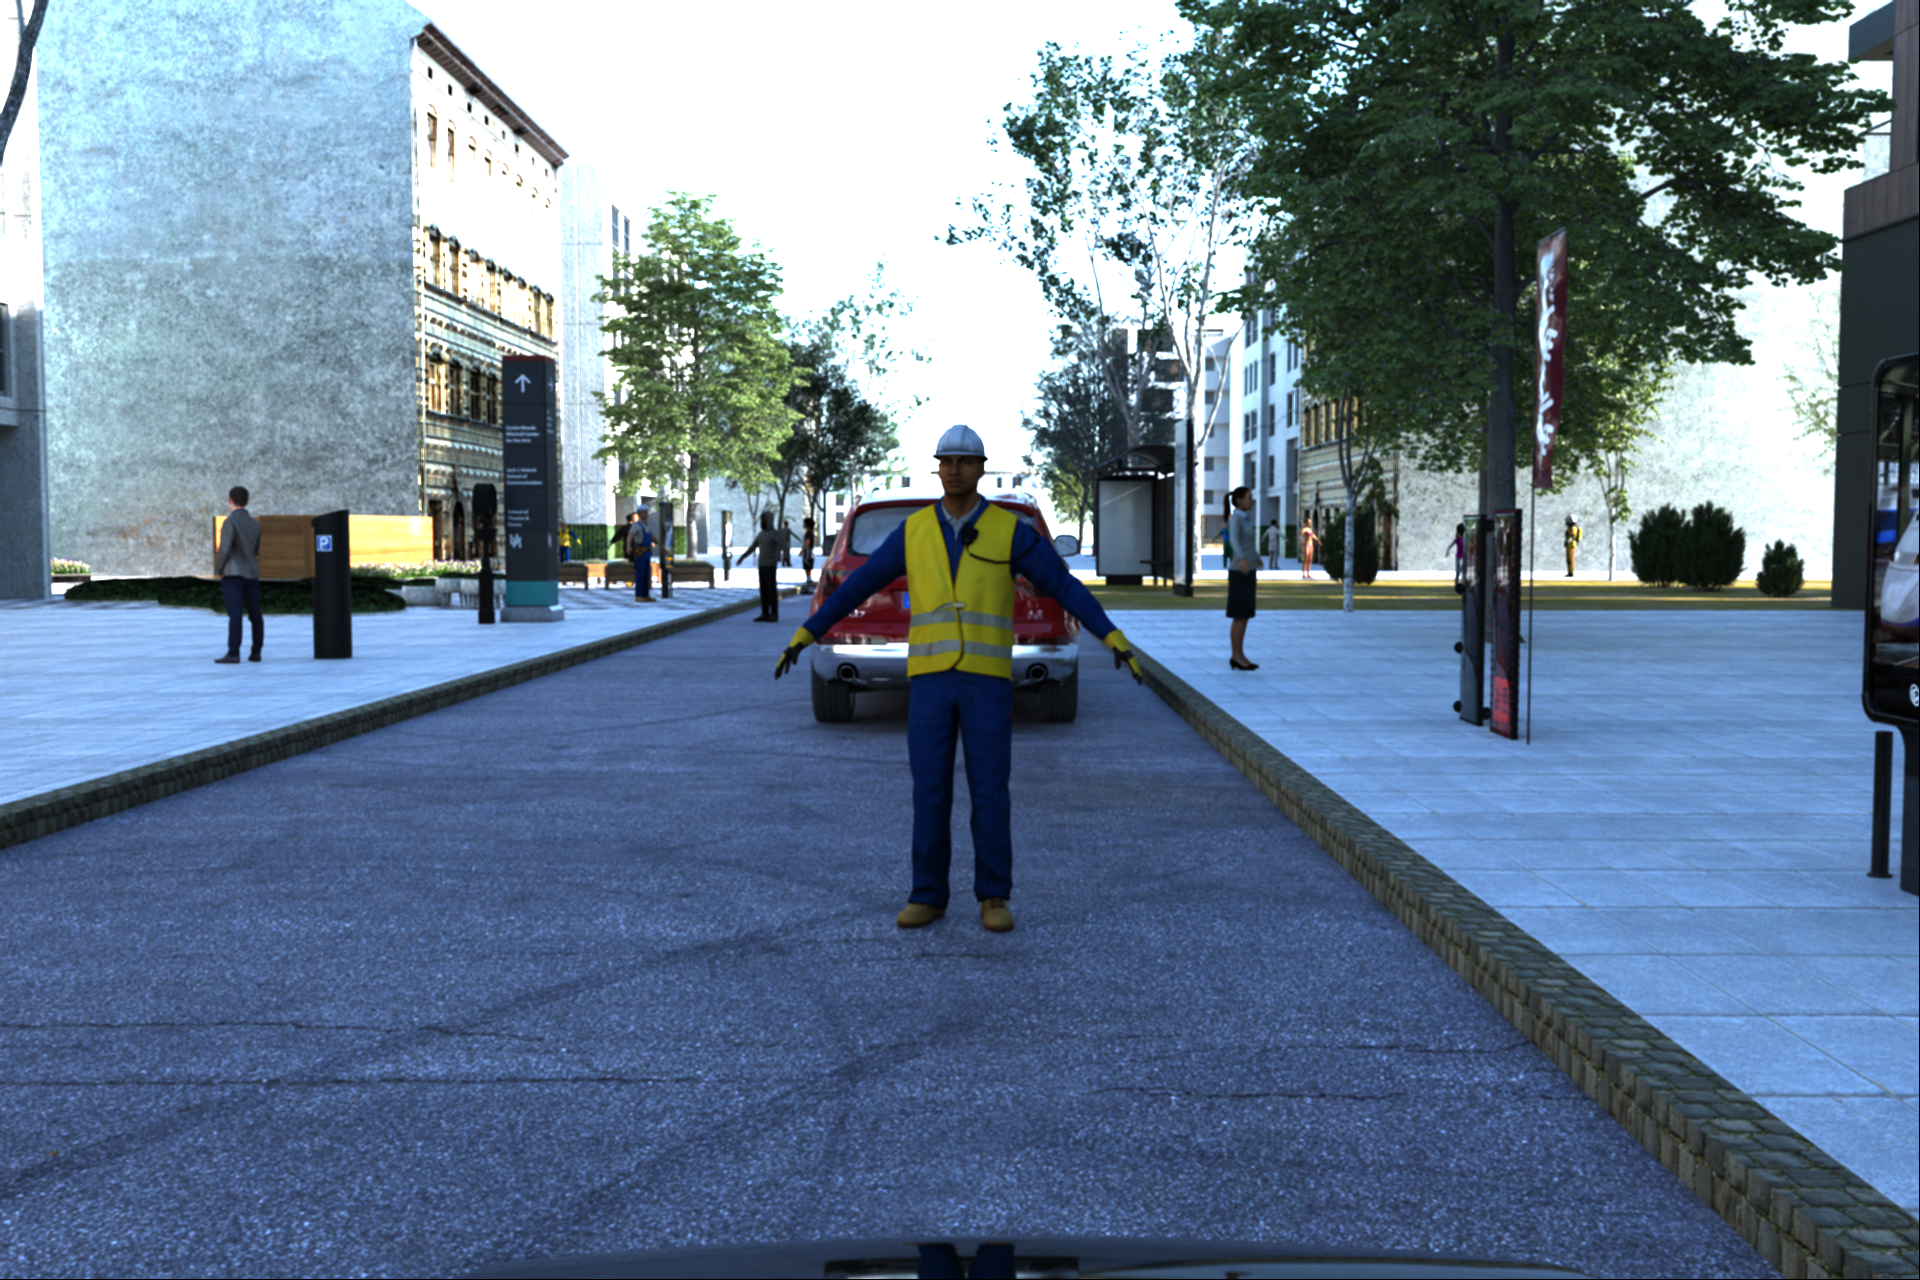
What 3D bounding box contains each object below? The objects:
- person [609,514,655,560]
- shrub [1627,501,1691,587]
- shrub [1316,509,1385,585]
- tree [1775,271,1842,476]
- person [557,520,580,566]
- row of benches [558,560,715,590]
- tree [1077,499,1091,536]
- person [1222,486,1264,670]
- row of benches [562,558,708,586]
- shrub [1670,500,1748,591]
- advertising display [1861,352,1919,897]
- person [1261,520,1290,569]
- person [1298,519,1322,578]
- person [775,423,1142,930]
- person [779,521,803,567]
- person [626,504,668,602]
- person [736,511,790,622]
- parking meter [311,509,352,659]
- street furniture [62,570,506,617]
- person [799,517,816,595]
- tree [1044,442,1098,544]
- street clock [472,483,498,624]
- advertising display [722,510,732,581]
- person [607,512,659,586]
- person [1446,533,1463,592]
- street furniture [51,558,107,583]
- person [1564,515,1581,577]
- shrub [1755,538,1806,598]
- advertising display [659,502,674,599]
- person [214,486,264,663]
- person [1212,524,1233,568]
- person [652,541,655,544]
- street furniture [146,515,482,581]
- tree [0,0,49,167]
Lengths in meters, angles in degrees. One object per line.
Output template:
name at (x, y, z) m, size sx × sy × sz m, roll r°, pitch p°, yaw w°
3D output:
person at (-8.992, -2.530, 47.304) m, size 1.347 × 1.837 × 0.705 m, roll 1°, pitch 4°, yaw 11°
shrub at (17.042, -2.316, 41.915) m, size 1.661 × 2.075 × 1.752 m, roll 0°, pitch 3°, yaw 0°
shrub at (9.950, -2.427, 44.093) m, size 1.690 × 2.028 × 1.600 m, roll 0°, pitch 3°, yaw 0°
tree at (24.799, -5.932, 47.355) m, size 4.360 × 8.622 × 3.978 m, roll 0°, pitch 3°, yaw 0°
person at (-13.478, -3.207, 58.896) m, size 1.216 × 1.772 × 0.721 m, roll 1°, pitch 4°, yaw 11°
row of benches at (-7.607, -1.510, 40.148) m, size 4.104 × 0.672 × 1.422 m, roll -1°, pitch 4°, yaw -14°
tree at (16.015, -16.940, 227.328) m, size 4.737 × 8.622 × 4.395 m, roll 0°, pitch 3°, yaw 0°
person at (2.749, -0.587, 16.422) m, size 0.721 × 1.735 × 1.217 m, roll 1°, pitch 4°, yaw 16°
row of benches at (-8.275, -1.790, 44.733) m, size 4.104 × 0.672 × 1.422 m, roll -3°, pitch 5°, yaw -41°
shrub at (16.822, -2.135, 38.944) m, size 1.661 × 2.075 × 1.752 m, roll 0°, pitch 3°, yaw 0°
advertising display at (3.439, -0.049, 6.008) m, size 0.123 × 1.923 × 0.974 m, roll 0°, pitch 4°, yaw 1°
person at (11.414, -3.468, 62.885) m, size 0.705 × 1.806 × 1.347 m, roll -3°, pitch 4°, yaw -38°
person at (10.133, -2.654, 50.201) m, size 0.721 × 1.733 × 1.217 m, roll 3°, pitch 5°, yaw 43°
person at (-0.003, 0.128, 6.341) m, size 1.349 × 1.833 × 0.705 m, roll 1°, pitch 4°, yaw 11°
person at (-6.809, -3.778, 68.034) m, size 1.348 × 1.796 × 0.705 m, roll 2°, pitch 4°, yaw 26°
person at (-5.988, -1.650, 32.832) m, size 0.705 × 1.847 × 1.347 m, roll 1°, pitch 4°, yaw 22°
person at (-3.160, -1.204, 28.267) m, size 0.705 × 1.813 × 1.348 m, roll -3°, pitch 5°, yaw -44°
parking meter at (-6.493, -0.580, 17.896) m, size 0.372 × 1.533 × 0.369 m, roll 0°, pitch 3°, yaw 0°
street furniture at (-12.176, -0.969, 31.465) m, size 5.734 × 0.657 × 10.072 m, roll -3°, pitch 5°, yaw -40°
person at (-3.620, -1.986, 41.070) m, size 0.704 × 1.843 × 1.345 m, roll 0°, pitch 4°, yaw 3°
tree at (15.611, -19.192, 220.438) m, size 9.857 × 13.997 × 8.962 m, roll 0°, pitch 3°, yaw 0°
street clock at (-6.780, -1.234, 24.754) m, size 0.358 × 2.002 × 0.471 m, roll 0°, pitch 4°, yaw 1°
advertising display at (-6.380, -2.582, 47.429) m, size 0.123 × 1.923 × 0.974 m, roll 0°, pitch 4°, yaw 2°
person at (-7.953, -2.218, 42.401) m, size 1.346 × 1.812 × 0.704 m, roll 0°, pitch 4°, yaw 7°
person at (11.121, -1.775, 38.286) m, size 0.991 × 1.433 × 0.599 m, roll -2°, pitch 4°, yaw -24°
street furniture at (-26.784, -2.472, 47.269) m, size 9.812 × 1.723 × 11.010 m, roll -3°, pitch 4°, yaw -39°
person at (18.178, -2.807, 51.656) m, size 0.705 × 1.858 × 1.354 m, roll 1°, pitch 4°, yaw 22°
shrub at (16.584, -1.461, 35.009) m, size 1.383 × 1.207 × 1.383 m, roll 0°, pitch 3°, yaw 0°
advertising display at (-5.891, -1.808, 34.781) m, size 0.123 × 1.923 × 0.974 m, roll 0°, pitch 4°, yaw 1°
person at (-7.330, -0.662, 17.405) m, size 0.750 × 1.759 × 0.617 m, roll 2°, pitch 4°, yaw 35°
person at (10.131, -3.616, 65.253) m, size 1.347 × 1.817 × 0.704 m, roll 1°, pitch 4°, yaw 22°
person at (-12.658, -3.879, 69.209) m, size 1.354 × 1.856 × 0.705 m, roll 3°, pitch 5°, yaw 45°
street furniture at (-14.957, -2.261, 43.820) m, size 9.812 × 1.723 × 11.010 m, roll 1°, pitch 4°, yaw 11°
tree at (-8.657, -9.667, 13.948) m, size 12.611 × 20.169 × 13.585 m, roll 0°, pitch 3°, yaw 0°
